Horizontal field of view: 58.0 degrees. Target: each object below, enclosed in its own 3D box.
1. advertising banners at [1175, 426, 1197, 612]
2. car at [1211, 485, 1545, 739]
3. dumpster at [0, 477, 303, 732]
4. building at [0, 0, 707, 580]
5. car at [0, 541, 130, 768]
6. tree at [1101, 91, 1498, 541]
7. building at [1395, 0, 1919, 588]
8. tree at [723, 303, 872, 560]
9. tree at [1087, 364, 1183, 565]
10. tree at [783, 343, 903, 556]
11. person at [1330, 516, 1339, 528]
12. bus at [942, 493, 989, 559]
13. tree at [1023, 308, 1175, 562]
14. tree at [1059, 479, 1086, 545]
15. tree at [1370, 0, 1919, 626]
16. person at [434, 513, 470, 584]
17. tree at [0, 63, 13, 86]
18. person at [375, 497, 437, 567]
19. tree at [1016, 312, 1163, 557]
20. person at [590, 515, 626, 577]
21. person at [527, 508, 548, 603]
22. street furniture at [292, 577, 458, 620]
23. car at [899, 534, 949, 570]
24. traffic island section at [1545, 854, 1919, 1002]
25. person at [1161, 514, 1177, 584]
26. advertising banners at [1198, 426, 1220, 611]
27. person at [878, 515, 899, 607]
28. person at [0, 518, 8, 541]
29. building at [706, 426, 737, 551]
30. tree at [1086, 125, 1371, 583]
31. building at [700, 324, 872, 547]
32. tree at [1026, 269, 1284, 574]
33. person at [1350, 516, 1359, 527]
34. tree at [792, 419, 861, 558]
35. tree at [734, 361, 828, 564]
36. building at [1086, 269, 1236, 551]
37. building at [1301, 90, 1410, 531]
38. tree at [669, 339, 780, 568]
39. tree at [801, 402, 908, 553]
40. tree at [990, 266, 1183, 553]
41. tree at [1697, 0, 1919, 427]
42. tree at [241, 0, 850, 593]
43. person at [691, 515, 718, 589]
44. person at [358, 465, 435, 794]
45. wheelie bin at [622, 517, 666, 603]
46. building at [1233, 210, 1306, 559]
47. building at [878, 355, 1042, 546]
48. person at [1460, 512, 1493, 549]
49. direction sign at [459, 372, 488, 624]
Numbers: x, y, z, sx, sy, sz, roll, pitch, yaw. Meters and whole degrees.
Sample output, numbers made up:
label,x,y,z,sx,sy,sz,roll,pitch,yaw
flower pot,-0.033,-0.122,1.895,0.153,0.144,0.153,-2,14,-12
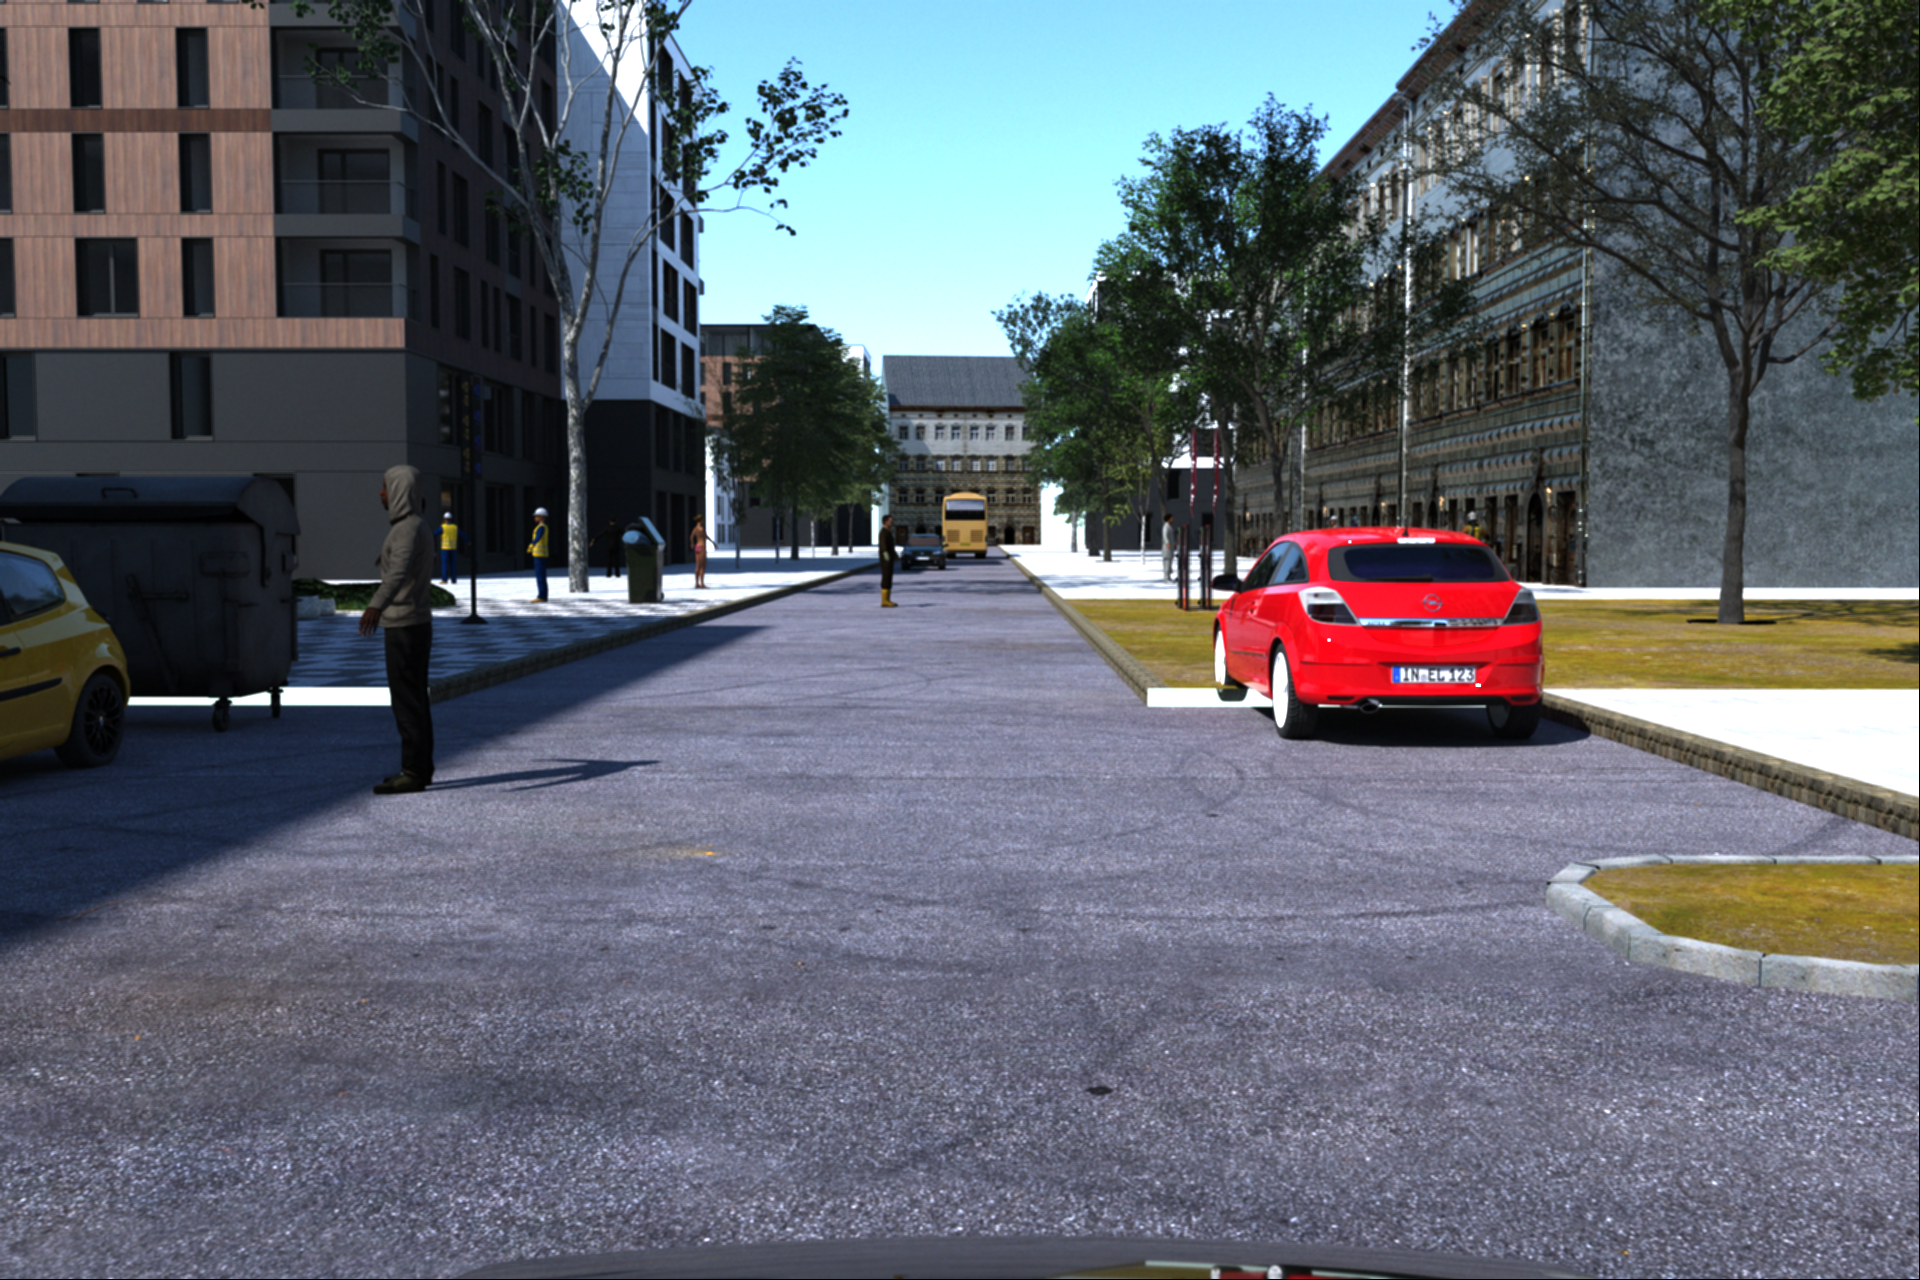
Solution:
label,x,y,z,sx,sy,sz,roll,pitch,yaw
advertising banners,3.793,-2.010,29.056,0.090,3.025,2.074,0,3,0
car,3.119,-0.279,13.599,2.155,1.783,4.494,0,4,0
dumpster,-6.051,-0.292,12.984,1.865,1.857,1.264,0,4,1
building,-25.745,-13.440,63.715,27.936,21.610,32.646,0,4,0
car,-6.137,0.057,9.290,2.015,1.641,3.980,0,4,1
tree,6.771,-6.204,35.846,8.767,10.594,7.601,1,4,17
building,24.195,-13.353,49.250,19.493,23.208,18.063,0,4,1
tree,-8.115,-10.261,85.901,7.486,12.596,7.792,0,3,0
tree,7.488,-7.406,71.456,4.737,8.622,4.395,0,3,0
tree,-7.074,-11.303,102.931,7.486,12.596,7.792,0,3,0
person,11.567,-2.925,53.673,0.705,1.847,1.347,-1,4,-18
bus,0.323,-6.774,102.309,2.896,3.916,12.252,0,4,0
tree,6.736,-9.435,80.023,9.928,11.665,9.643,0,3,0
tree,15.320,-17.542,204.939,7.486,12.596,7.792,0,3,0
tree,11.072,-6.968,24.291,12.009,13.543,11.850,0,3,0
person,-13.165,-2.360,44.549,1.349,1.833,0.705,-3,4,-36
tree,-11.328,-4.833,13.436,7.601,10.594,8.767,-1,4,-14
person,-6.392,-0.817,20.075,0.721,1.740,1.216,1,4,13
tree,7.685,-11.753,98.825,9.857,13.997,8.962,0,3,0
person,-10.272,-2.773,51.278,1.347,1.837,0.705,-1,4,-12
person,-7.956,-1.595,32.539,0.721,1.772,1.216,0,4,-3
street furniture,-11.776,-0.755,27.970,5.734,0.657,10.072,0,4,5
car,-1.449,-3.671,69.802,2.009,1.686,4.222,0,4,1
traffic island section,3.249,1.014,6.291,1.991,0.108,1.994,0,4,1
person,5.429,-2.366,44.874,0.705,1.806,1.347,1,4,15
advertising banners,4.201,-2.023,29.261,0.090,3.025,2.074,0,4,1
person,-1.401,-1.559,34.092,0.704,1.812,1.346,0,4,6
person,-18.292,-1.636,32.943,1.347,1.806,0.705,2,4,33
building,-23.460,-12.592,148.027,9.099,9.664,28.070,0,4,0
tree,6.896,-7.274,44.690,9.928,11.665,9.643,0,3,0
building,-24.363,-20.855,184.959,27.936,21.610,32.646,0,4,1
tree,6.634,-7.452,56.256,8.767,10.594,7.601,-2,4,-24
person,11.465,-2.693,50.156,1.347,1.817,0.704,-2,4,-33
tree,-8.218,-8.819,94.545,4.360,8.622,3.978,0,3,0
tree,-8.127,-7.607,74.730,4.360,8.622,3.978,0,3,0
building,24.726,-18.724,150.115,27.936,21.610,32.646,0,4,1
building,24.679,-14.546,68.763,19.493,23.208,18.063,0,4,0
tree,-8.100,-6.989,64.628,4.360,8.622,3.978,0,3,0
tree,-7.451,-11.110,116.066,8.767,10.594,7.601,0,4,8
tree,8.784,-16.030,117.976,12.611,20.169,13.585,0,3,0
tree,9.647,-5.797,12.916,7.486,12.596,7.792,0,3,0
tree,-8.202,-11.018,36.035,12.611,20.169,13.585,0,3,0
person,-6.056,-2.086,40.910,0.721,1.733,1.217,-3,4,-37
person,-3.121,-0.068,9.691,0.705,1.813,1.348,-1,4,-9
wheelie bin,-5.881,-1.486,32.207,0.693,1.594,0.980,0,4,3
building,24.711,-15.770,88.774,19.493,23.208,18.063,0,4,1
building,-0.413,-23.159,212.034,18.063,23.208,19.493,0,4,-7
person,13.135,-2.369,44.507,1.354,1.858,0.705,-1,4,-14
direction sign,-6.955,-1.999,24.684,0.379,3.537,0.876,0,4,1
